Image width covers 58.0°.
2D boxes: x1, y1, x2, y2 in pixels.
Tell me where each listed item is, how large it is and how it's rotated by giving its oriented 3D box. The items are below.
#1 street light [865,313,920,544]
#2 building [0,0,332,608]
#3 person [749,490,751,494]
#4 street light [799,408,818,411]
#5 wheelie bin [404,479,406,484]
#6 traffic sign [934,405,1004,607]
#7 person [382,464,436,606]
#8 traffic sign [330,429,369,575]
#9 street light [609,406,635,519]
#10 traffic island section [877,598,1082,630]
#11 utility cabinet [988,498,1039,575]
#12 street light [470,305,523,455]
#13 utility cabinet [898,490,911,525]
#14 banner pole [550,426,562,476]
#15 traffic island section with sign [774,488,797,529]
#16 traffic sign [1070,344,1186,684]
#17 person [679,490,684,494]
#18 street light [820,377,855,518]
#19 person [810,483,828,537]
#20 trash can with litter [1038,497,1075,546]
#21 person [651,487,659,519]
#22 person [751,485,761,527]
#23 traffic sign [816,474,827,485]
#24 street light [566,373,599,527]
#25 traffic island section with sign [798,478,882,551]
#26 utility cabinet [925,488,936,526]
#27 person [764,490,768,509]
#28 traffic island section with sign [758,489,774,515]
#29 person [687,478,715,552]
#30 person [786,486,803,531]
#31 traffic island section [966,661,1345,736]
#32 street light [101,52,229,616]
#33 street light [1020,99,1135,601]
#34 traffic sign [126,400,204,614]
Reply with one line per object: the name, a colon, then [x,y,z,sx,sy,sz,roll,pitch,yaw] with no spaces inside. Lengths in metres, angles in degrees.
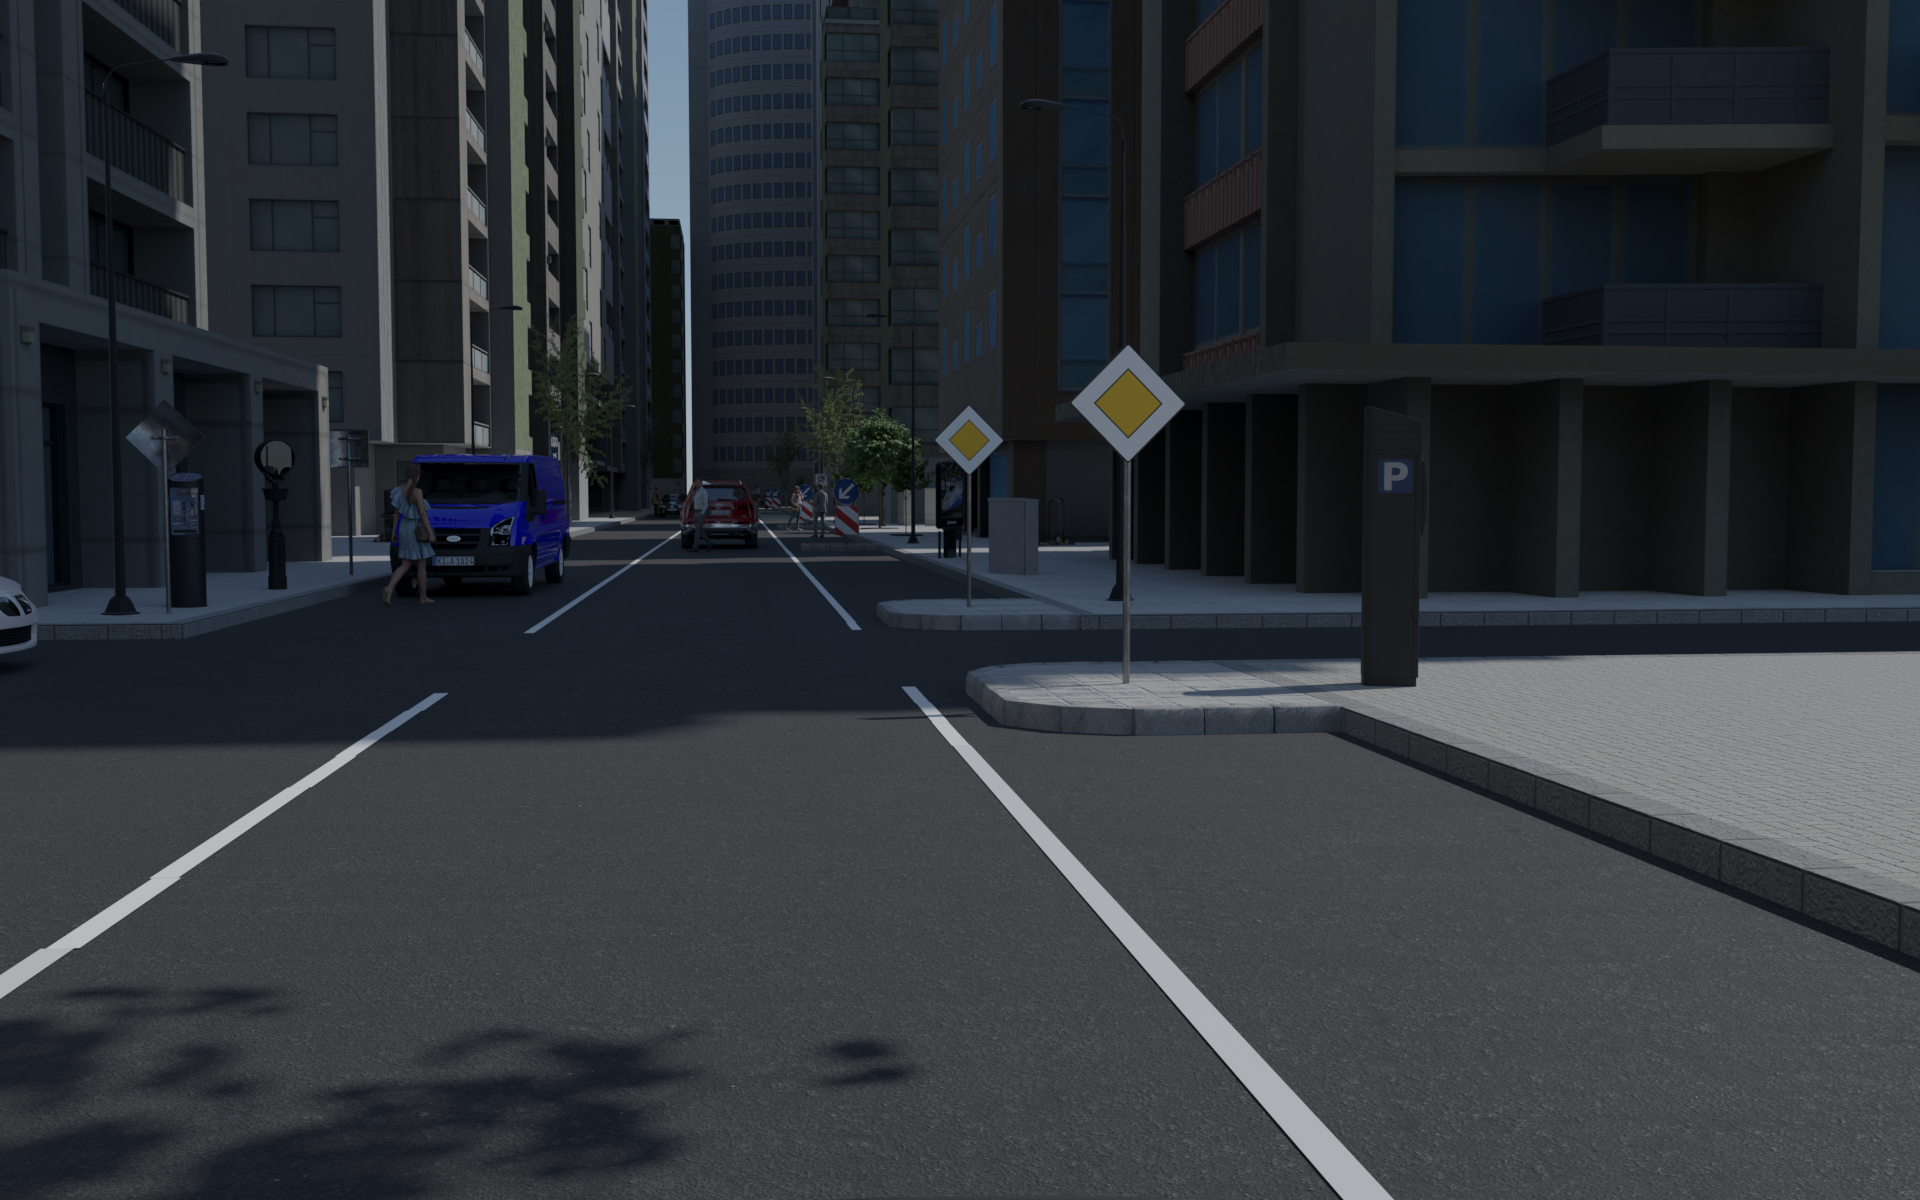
street light: [-1.750,-4.412,44.670,1.470,5.913,1.316,0,4,-7]
building: [-21.763,-35.933,25.751,20.563,71.187,20.611,0,4,-7]
person: [-17.639,-8.380,146.068,0.434,1.755,0.990,2,4,34]
street light: [-7.941,-7.384,93.272,1.470,5.913,1.316,0,4,-7]
wheelie bin: [-11.833,-1.815,37.582,0.693,1.594,0.980,2,4,27]
traffic sign: [0.099,-0.975,19.583,0.795,2.450,0.064,0,4,-7]
person: [-7.031,-0.834,22.224,0.616,1.811,0.778,2,4,33]
traffic sign: [-9.628,-1.542,27.338,0.606,2.300,0.079,0,4,-1]
street light: [-17.735,-7.236,90.853,1.470,5.913,1.316,0,4,-7]
traffic island section: [0.122,0.160,19.663,2.009,0.180,2.903,0,4,-7]
utility cabinet: [0.859,-1.015,27.759,0.306,1.237,1.020,-2,4,-33]
street light: [-11.457,-4.291,42.698,1.470,5.913,1.316,0,4,-7]
utility cabinet: [-2.269,-3.774,70.388,0.318,1.500,1.173,-1,4,-15]
banner pole: [-14.816,-4.510,63.762,0.401,3.779,0.863,1,4,23]
traffic island section with sign: [-6.496,-3.818,71.045,1.989,1.847,2.006,0,4,-7]
traffic sign: [1.121,-0.491,11.663,0.795,2.450,0.064,0,4,-7]
person: [-22.569,-8.057,140.674,0.683,1.767,0.568,-1,4,-17]
street light: [-4.770,-5.898,68.980,1.470,5.913,1.316,0,4,-7]
person: [-4.727,-2.997,57.701,0.583,1.804,0.606,2,4,34]
trash can with litter: [2.047,-1.980,43.430,2.233,1.210,1.678,-3,4,-39]
person: [-17.548,-5.573,99.718,0.705,1.812,1.348,-1,4,-23]
person: [-8.862,-4.105,75.422,0.447,1.846,0.655,-2,4,-26]
traffic sign: [-6.958,-5.185,86.898,0.606,2.300,0.079,0,4,-4]
street light: [-14.543,-5.751,66.568,1.470,5.913,1.316,0,4,-7]
traffic island section with sign: [-3.058,-2.182,44.309,1.989,1.847,2.006,0,4,-7]
utility cabinet: [-0.807,-3.671,68.694,1.173,1.500,0.318,0,4,-1]
person: [-17.886,-9.287,160.297,0.705,1.831,1.348,1,4,13]
traffic island section with sign: [-12.985,-6.887,121.222,1.989,1.847,2.006,0,4,-7]
person: [-6.440,-2.098,42.897,0.850,1.850,0.679,-3,5,-40]
person: [-6.458,-3.578,67.586,0.643,1.750,0.593,1,4,22]
traffic island section: [1.143,0.645,11.743,2.009,0.180,2.903,0,4,-7]
street light: [-8.401,-2.800,18.328,1.470,5.913,1.316,0,4,-7]
street light: [1.397,-2.940,20.617,1.470,5.913,1.316,0,4,-7]
traffic sign: [-8.477,-0.909,18.501,0.795,2.450,0.064,0,4,-7]
